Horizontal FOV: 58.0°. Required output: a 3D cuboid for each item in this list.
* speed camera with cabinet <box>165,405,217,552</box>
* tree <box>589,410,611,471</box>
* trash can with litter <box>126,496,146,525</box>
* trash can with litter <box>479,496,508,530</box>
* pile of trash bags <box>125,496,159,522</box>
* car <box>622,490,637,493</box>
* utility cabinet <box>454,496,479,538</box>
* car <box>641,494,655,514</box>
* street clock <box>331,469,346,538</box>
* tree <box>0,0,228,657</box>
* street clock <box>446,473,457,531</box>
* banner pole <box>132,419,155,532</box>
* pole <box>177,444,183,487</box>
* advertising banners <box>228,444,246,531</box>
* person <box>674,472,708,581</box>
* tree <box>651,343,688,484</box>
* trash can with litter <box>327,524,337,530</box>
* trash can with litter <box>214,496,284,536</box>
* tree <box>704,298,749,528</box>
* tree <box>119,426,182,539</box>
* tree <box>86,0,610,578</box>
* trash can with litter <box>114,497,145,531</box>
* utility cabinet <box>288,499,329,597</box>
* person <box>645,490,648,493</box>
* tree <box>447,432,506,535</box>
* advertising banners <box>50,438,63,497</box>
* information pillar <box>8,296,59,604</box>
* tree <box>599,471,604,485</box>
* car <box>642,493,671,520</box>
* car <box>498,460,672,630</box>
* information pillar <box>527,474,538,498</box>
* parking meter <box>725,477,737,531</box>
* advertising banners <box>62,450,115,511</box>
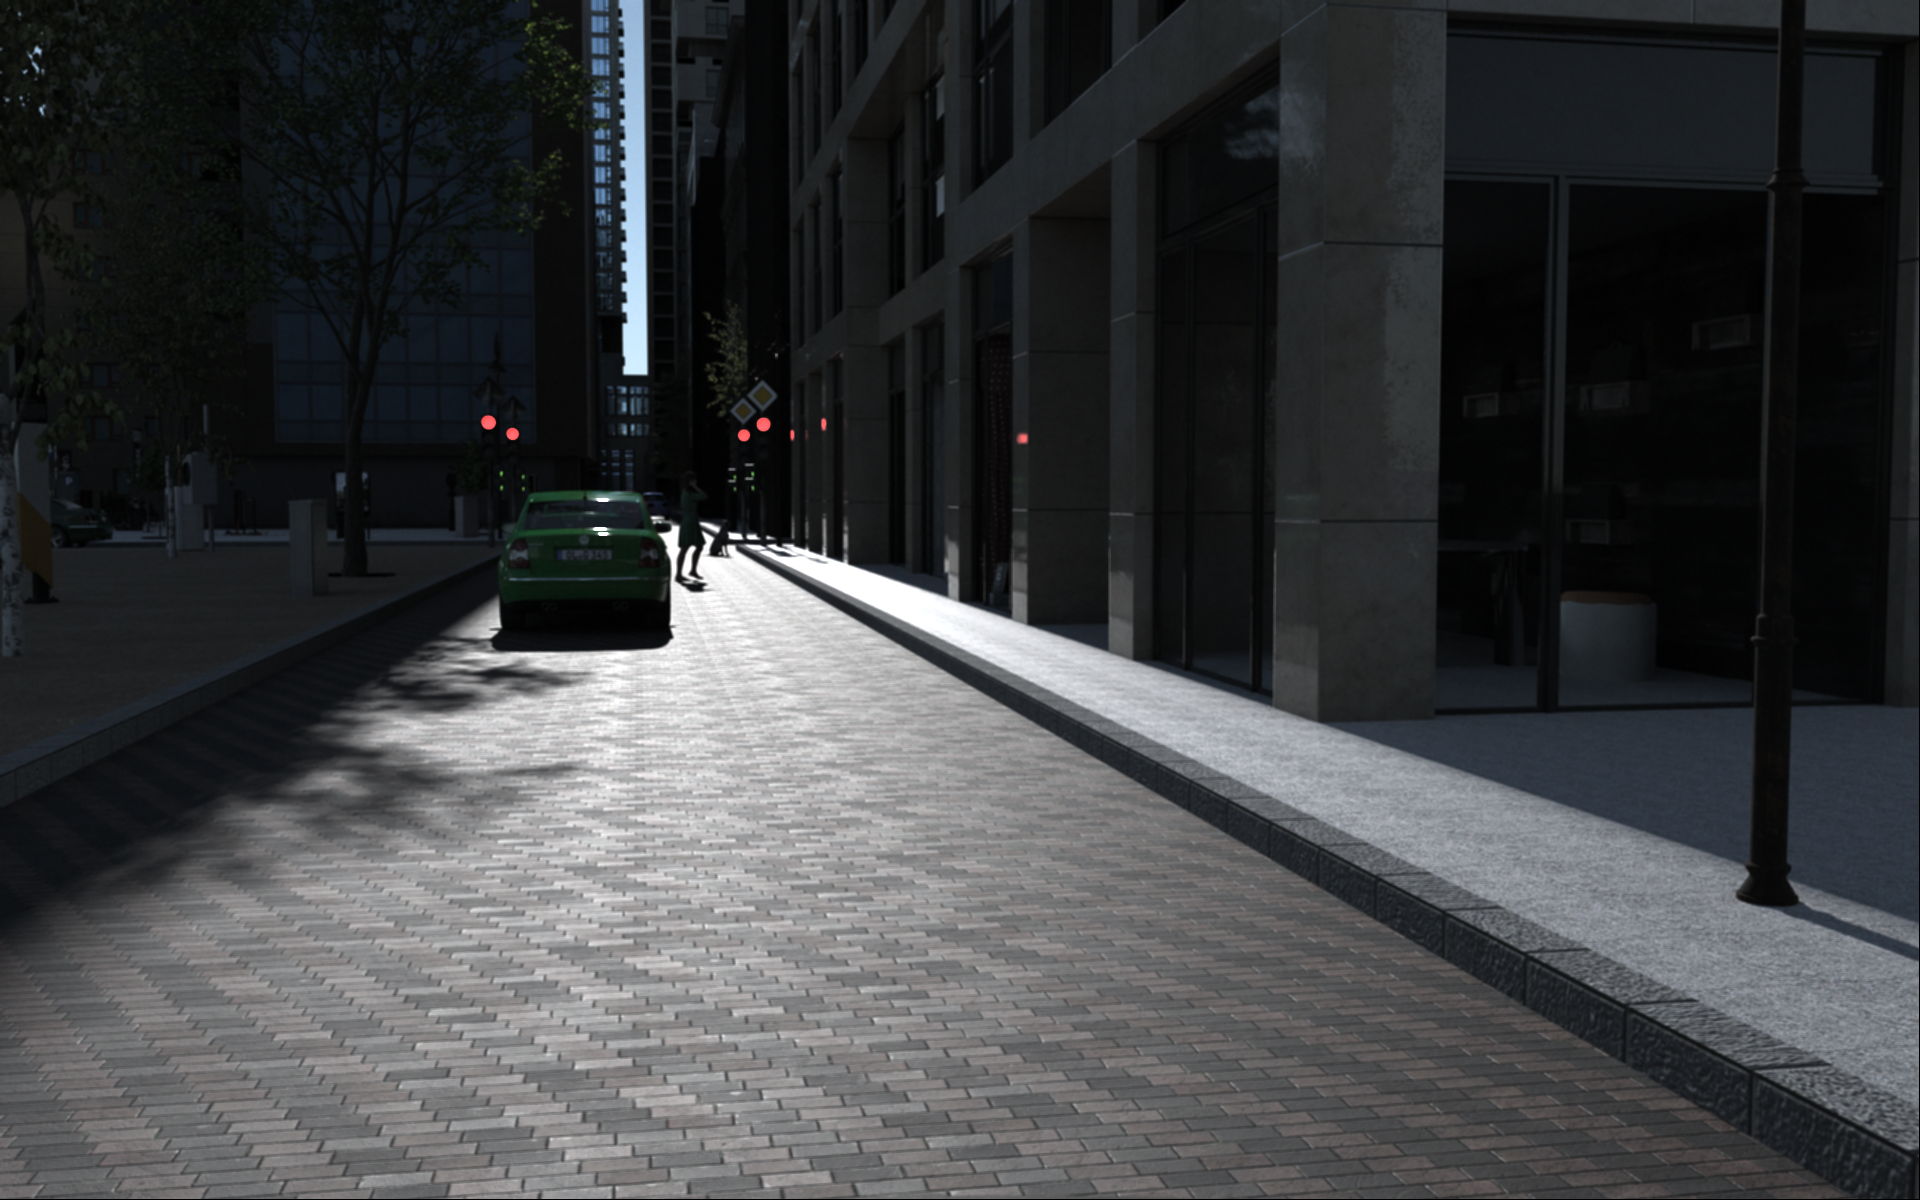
[{"bbox_3d":[-17.243,-2.719,38.794,0.660,3.252,2.038,-3,5,-40],"label":"speed camera with cabinet"},{"bbox_3d":[-26.010,-10.262,118.148,4.360,8.622,3.978,0,3,0],"label":"tree"},{"bbox_3d":[-34.827,-3.726,71.984,1.678,1.210,2.233,3,5,41],"label":"trash can with litter"},{"bbox_3d":[-16.886,-3.127,62.183,2.233,1.210,1.678,-1,4,-11],"label":"trash can with litter"},{"bbox_3d":[-37.580,-4.302,80.097,3.447,1.369,1.912,-3,4,-37],"label":"pile of trash bags"},{"bbox_3d":[-33.315,-10.143,174.504,2.281,1.827,5.304,-1,4,-8],"label":"car"},{"bbox_3d":[-14.532,-2.438,51.022,0.306,1.237,1.020,1,4,9],"label":"utility cabinet"},{"bbox_3d":[-11.832,-3.179,61.011,2.155,1.783,4.494,-1,4,-10],"label":"car"},{"bbox_3d":[-18.013,-2.801,50.366,0.471,2.002,0.358,1,4,19],"label":"street clock"},{"bbox_3d":[-7.557,-3.844,13.219,4.737,8.622,4.395,0,3,0],"label":"tree"},{"bbox_3d":[-17.600,-3.391,60.011,0.358,2.002,0.471,-3,5,-39],"label":"street clock"},{"bbox_3d":[-27.252,-4.139,57.693,0.401,3.779,0.863,1,4,14],"label":"banner pole"},{"bbox_3d":[-31.553,-4.668,70.168,0.158,3.312,0.155,0,3,0],"label":"pole"},{"bbox_3d":[-25.519,-3.970,61.103,0.090,3.025,2.074,-1,4,-9],"label":"advertising banners"},{"bbox_3d":[-4.475,-1.214,28.594,0.529,1.795,0.600,-2,4,-25],"label":"person"},{"bbox_3d":[-19.443,-12.951,129.879,7.486,12.596,7.792,0,3,0],"label":"tree"},{"bbox_3d":[-22.264,-3.124,62.138,1.678,1.210,2.233,-1,4,-9],"label":"trash can with litter"},{"bbox_3d":[-22.426,-2.639,54.212,2.233,1.210,1.678,2,4,29],"label":"trash can with litter"},{"bbox_3d":[-7.812,-7.019,65.123,4.360,8.622,3.978,0,3,0],"label":"tree"},{"bbox_3d":[-23.044,-3.378,49.836,1.663,3.219,1.824,0,3,0],"label":"tree"},{"bbox_3d":[-9.261,-6.173,26.685,9.928,11.665,9.643,0,3,0],"label":"tree"},{"bbox_3d":[-28.972,-2.994,60.332,1.055,1.170,0.624,0,4,4],"label":"trash can with litter"},{"bbox_3d":[-8.292,-0.666,22.046,0.306,1.237,1.020,-1,4,-10],"label":"utility cabinet"},{"bbox_3d":[-27.766,-8.865,153.435,0.705,1.826,1.348,2,4,24],"label":"person"},{"bbox_3d":[-15.084,-3.627,53.907,1.663,3.219,1.824,0,3,0],"label":"tree"},{"bbox_3d":[-28.437,-3.557,54.353,0.090,3.025,2.074,-2,4,-34],"label":"advertising banners"},{"bbox_3d":[-10.820,-1.763,20.178,0.183,3.616,0.504,1,4,14],"label":"information pillar"},{"bbox_3d":[-36.412,-11.313,168.687,4.285,4.588,4.351,0,3,0],"label":"tree"},{"bbox_3d":[-16.943,-5.270,95.749,1.945,1.707,3.694,-1,4,-9],"label":"car"},{"bbox_3d":[-4.255,-0.670,19.748,1.959,1.807,4.718,-1,4,-11],"label":"car"},{"bbox_3d":[-15.800,-3.641,64.027,0.304,2.012,0.304,0,4,6],"label":"information pillar"},{"bbox_3d":[-7.960,-3.337,60.265,0.255,1.863,0.399,3,4,36],"label":"parking meter"},{"bbox_3d":[-34.885,-4.463,69.162,2.074,3.025,0.090,-3,5,-43],"label":"advertising banners"}]
